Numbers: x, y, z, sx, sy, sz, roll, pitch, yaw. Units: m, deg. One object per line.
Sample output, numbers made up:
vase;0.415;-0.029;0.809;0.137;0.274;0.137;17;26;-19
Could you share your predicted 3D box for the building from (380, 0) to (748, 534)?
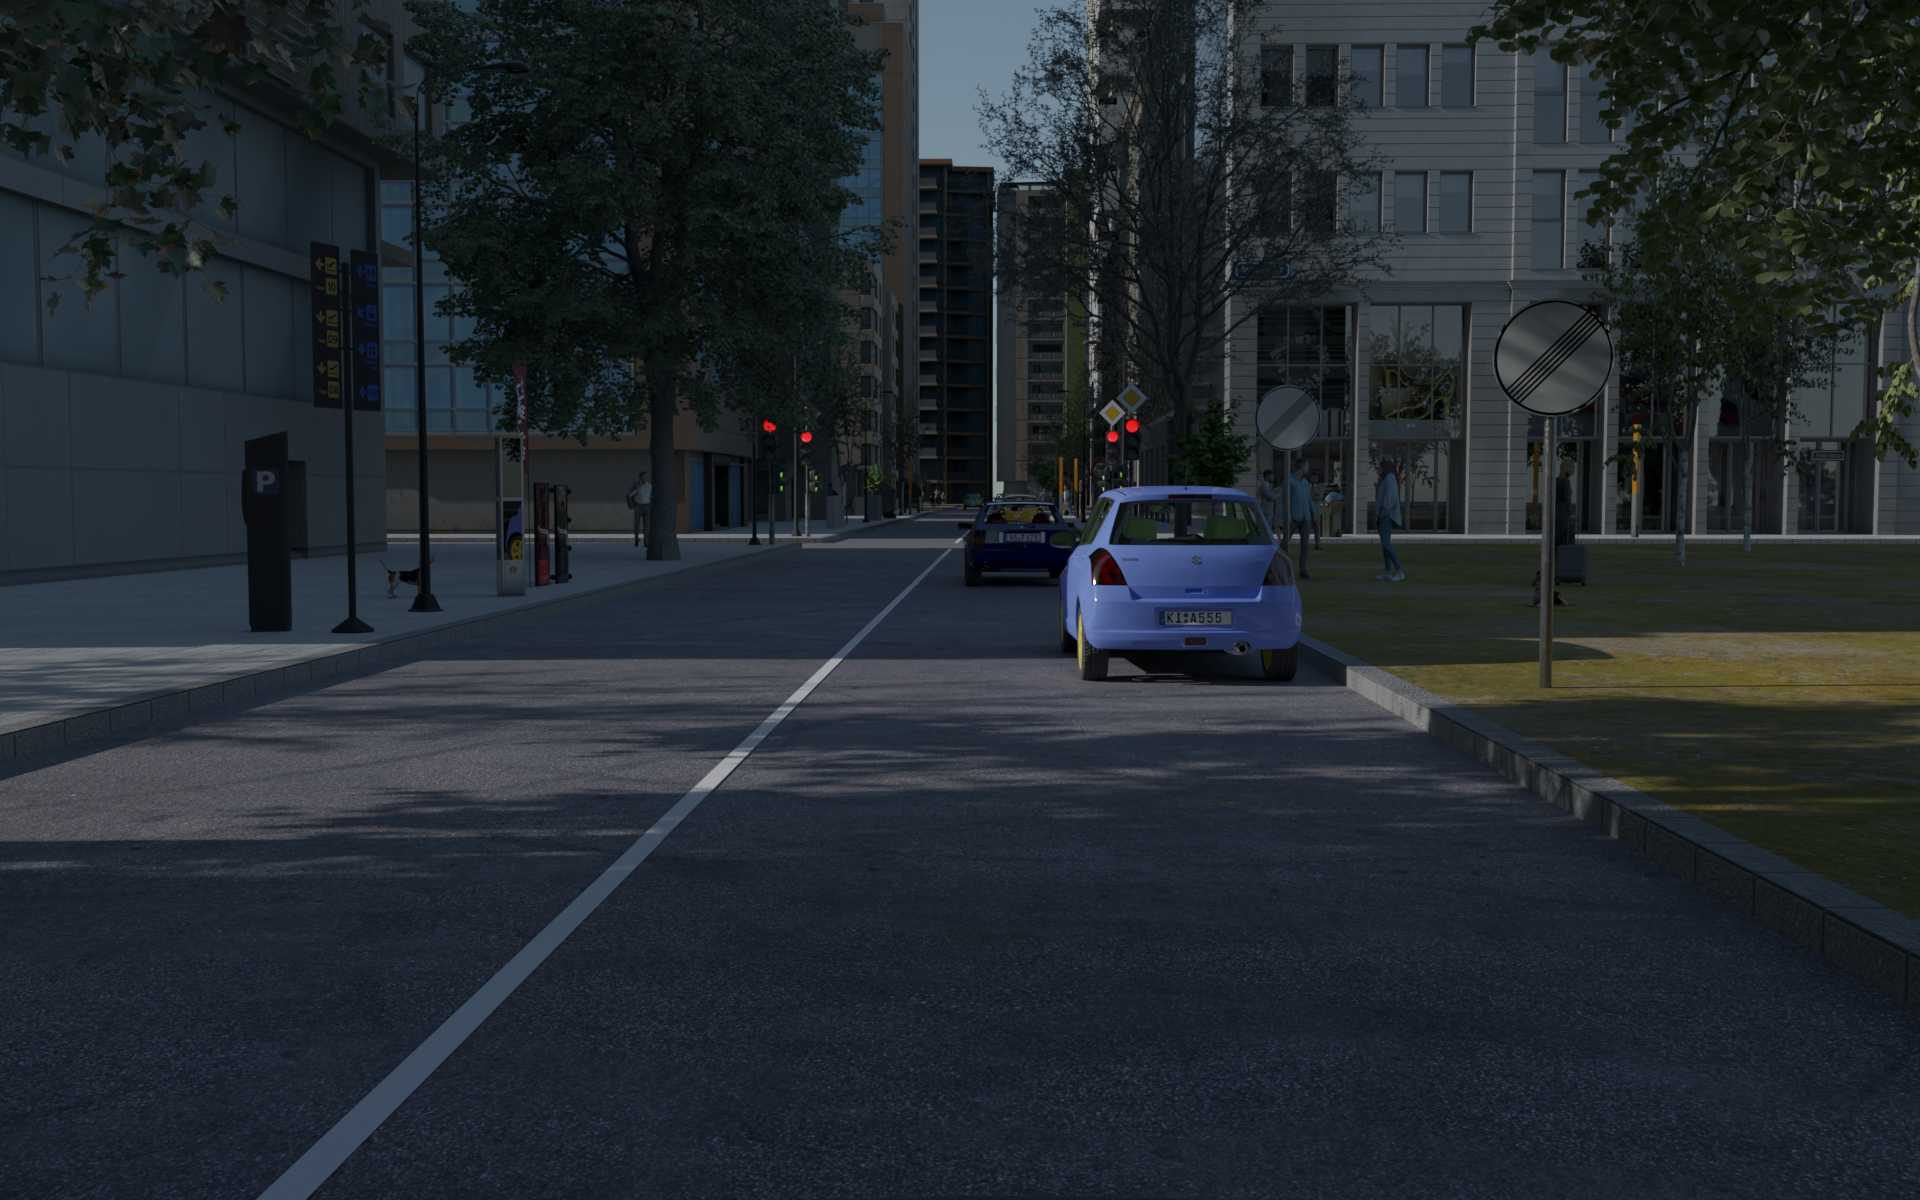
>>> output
building;-15.114;-25.112;60.685;14.600;45.320;14.200;0;4;2

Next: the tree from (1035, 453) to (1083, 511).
tree;7.902;-9.848;144.728;4.285;4.588;4.351;0;3;0

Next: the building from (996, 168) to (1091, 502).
building;11.551;-32.802;219.908;14.086;41.232;14.154;0;4;2

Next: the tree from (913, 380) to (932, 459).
tree;-3.776;-9.926;112.644;4.360;8.622;3.978;0;3;0

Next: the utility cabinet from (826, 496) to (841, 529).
utility cabinet;-4.736;-3.289;64.935;0.306;1.237;1.020;1;4;13

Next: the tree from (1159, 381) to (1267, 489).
tree;4.340;-2.157;29.871;1.663;3.219;1.824;0;3;0

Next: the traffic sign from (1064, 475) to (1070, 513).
traffic sign;7.146;-7.191;117.683;0.768;2.556;0.104;0;4;7

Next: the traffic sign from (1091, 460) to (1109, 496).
traffic sign;5.254;-3.946;64.619;0.768;2.556;0.104;0;4;8

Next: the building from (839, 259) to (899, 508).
building;-19.784;-18.184;142.353;27.650;21.520;28.899;0;4;2

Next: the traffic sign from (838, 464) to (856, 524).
traffic sign;-4.820;-4.494;73.589;0.768;2.556;0.104;0;4;6

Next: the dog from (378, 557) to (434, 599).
dog;-6.830;-0.279;21.397;0.406;0.507;0.540;2;4;30

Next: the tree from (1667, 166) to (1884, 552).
tree;17.715;-5.375;38.248;4.360;8.622;3.978;0;3;0

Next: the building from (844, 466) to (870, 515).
building;-22.230;-25.587;110.223;32.217;40.220;23.993;0;4;2

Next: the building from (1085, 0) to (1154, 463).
building;25.069;-34.475;152.901;28.713;52.752;27.495;0;4;2

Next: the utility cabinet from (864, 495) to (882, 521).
utility cabinet;-4.204;-4.449;83.900;1.020;1.237;0.306;3;5;45

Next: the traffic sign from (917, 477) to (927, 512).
traffic sign;-2.746;-7.660;125.339;0.768;2.556;0.104;0;4;6

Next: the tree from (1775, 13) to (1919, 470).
tree;8.817;-3.956;15.043;4.737;8.622;4.395;0;3;0

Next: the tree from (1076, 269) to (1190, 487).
tree;5.577;-6.546;57.383;4.360;8.622;3.978;0;3;0

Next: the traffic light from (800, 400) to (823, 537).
traffic light;-4.544;-3.850;51.869;0.839;4.253;0.868;0;4;2

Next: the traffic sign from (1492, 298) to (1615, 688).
traffic sign;3.875;-0.690;11.391;0.768;2.556;0.104;0;4;8

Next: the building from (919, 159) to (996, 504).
building;-9.808;-34.850;224.414;28.867;44.769;22.147;0;4;2

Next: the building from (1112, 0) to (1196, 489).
building;17.398;-19.090;88.537;17.030;29.872;44.131;0;4;2

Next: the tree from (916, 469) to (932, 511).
tree;-2.995;-8.488;133.380;1.663;3.219;1.824;0;3;0

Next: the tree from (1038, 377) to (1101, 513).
tree;6.941;-9.675;108.540;4.737;8.622;4.395;0;3;0

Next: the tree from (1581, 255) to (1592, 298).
tree;12.959;-4.915;30.726;4.737;8.622;4.395;0;3;0

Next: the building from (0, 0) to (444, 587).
building;-25.404;-26.748;26.570;27.495;52.752;28.713;0;4;2

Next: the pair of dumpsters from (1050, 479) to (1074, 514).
pair of dumpsters;6.716;-6.802;113.700;1.574;2.255;4.437;0;4;2

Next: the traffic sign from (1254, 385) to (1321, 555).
traffic sign;3.842;-1.239;20.372;0.768;2.556;0.104;0;4;7

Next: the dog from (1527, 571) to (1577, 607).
dog;6.806;-0.129;19.851;0.748;0.427;0.550;0;4;-2

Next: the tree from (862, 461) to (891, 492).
tree;-4.942;-6.462;100.262;1.663;3.219;1.824;0;3;0

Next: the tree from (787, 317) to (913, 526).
tree;-4.745;-7.208;68.217;4.360;8.622;3.978;0;3;0

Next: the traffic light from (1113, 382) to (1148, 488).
traffic light;4.299;-3.348;43.658;0.839;4.253;0.868;0;4;2

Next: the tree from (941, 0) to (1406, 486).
tree;4.687;-7.744;36.980;12.009;13.543;11.850;0;3;0

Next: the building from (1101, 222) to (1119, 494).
building;16.316;-17.677;118.702;12.332;23.373;15.834;0;4;2

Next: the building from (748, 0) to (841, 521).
building;-13.402;-24.421;82.873;14.154;41.232;14.086;0;4;2

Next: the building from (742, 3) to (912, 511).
building;-11.795;-31.365;162.928;14.600;45.320;14.200;0;4;2

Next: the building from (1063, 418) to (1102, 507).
building;22.591;-53.117;181.140;22.319;86.520;31.000;0;4;2

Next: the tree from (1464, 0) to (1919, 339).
tree;5.164;-5.406;6.523;7.486;12.596;7.792;0;3;0

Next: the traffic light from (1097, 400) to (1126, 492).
traffic light;4.515;-3.836;51.640;0.839;4.253;0.868;0;4;2

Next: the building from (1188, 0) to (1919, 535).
building;23.348;-17.209;58.858;29.804;29.767;11.434;0;4;2

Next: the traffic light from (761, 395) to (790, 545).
traffic light;-4.760;-3.362;43.887;0.839;4.253;0.868;0;4;2

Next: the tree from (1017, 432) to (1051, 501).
tree;9.086;-15.498;203.753;4.360;8.622;3.978;0;3;0

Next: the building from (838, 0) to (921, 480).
building;-15.142;-45.884;188.460;20.611;71.187;20.563;0;4;2

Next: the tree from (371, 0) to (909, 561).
tree;-5.883;-7.744;33.270;9.857;13.997;8.962;0;3;0

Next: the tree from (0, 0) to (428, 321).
tree;-7.013;-5.459;6.260;9.611;12.733;9.660;0;3;0
